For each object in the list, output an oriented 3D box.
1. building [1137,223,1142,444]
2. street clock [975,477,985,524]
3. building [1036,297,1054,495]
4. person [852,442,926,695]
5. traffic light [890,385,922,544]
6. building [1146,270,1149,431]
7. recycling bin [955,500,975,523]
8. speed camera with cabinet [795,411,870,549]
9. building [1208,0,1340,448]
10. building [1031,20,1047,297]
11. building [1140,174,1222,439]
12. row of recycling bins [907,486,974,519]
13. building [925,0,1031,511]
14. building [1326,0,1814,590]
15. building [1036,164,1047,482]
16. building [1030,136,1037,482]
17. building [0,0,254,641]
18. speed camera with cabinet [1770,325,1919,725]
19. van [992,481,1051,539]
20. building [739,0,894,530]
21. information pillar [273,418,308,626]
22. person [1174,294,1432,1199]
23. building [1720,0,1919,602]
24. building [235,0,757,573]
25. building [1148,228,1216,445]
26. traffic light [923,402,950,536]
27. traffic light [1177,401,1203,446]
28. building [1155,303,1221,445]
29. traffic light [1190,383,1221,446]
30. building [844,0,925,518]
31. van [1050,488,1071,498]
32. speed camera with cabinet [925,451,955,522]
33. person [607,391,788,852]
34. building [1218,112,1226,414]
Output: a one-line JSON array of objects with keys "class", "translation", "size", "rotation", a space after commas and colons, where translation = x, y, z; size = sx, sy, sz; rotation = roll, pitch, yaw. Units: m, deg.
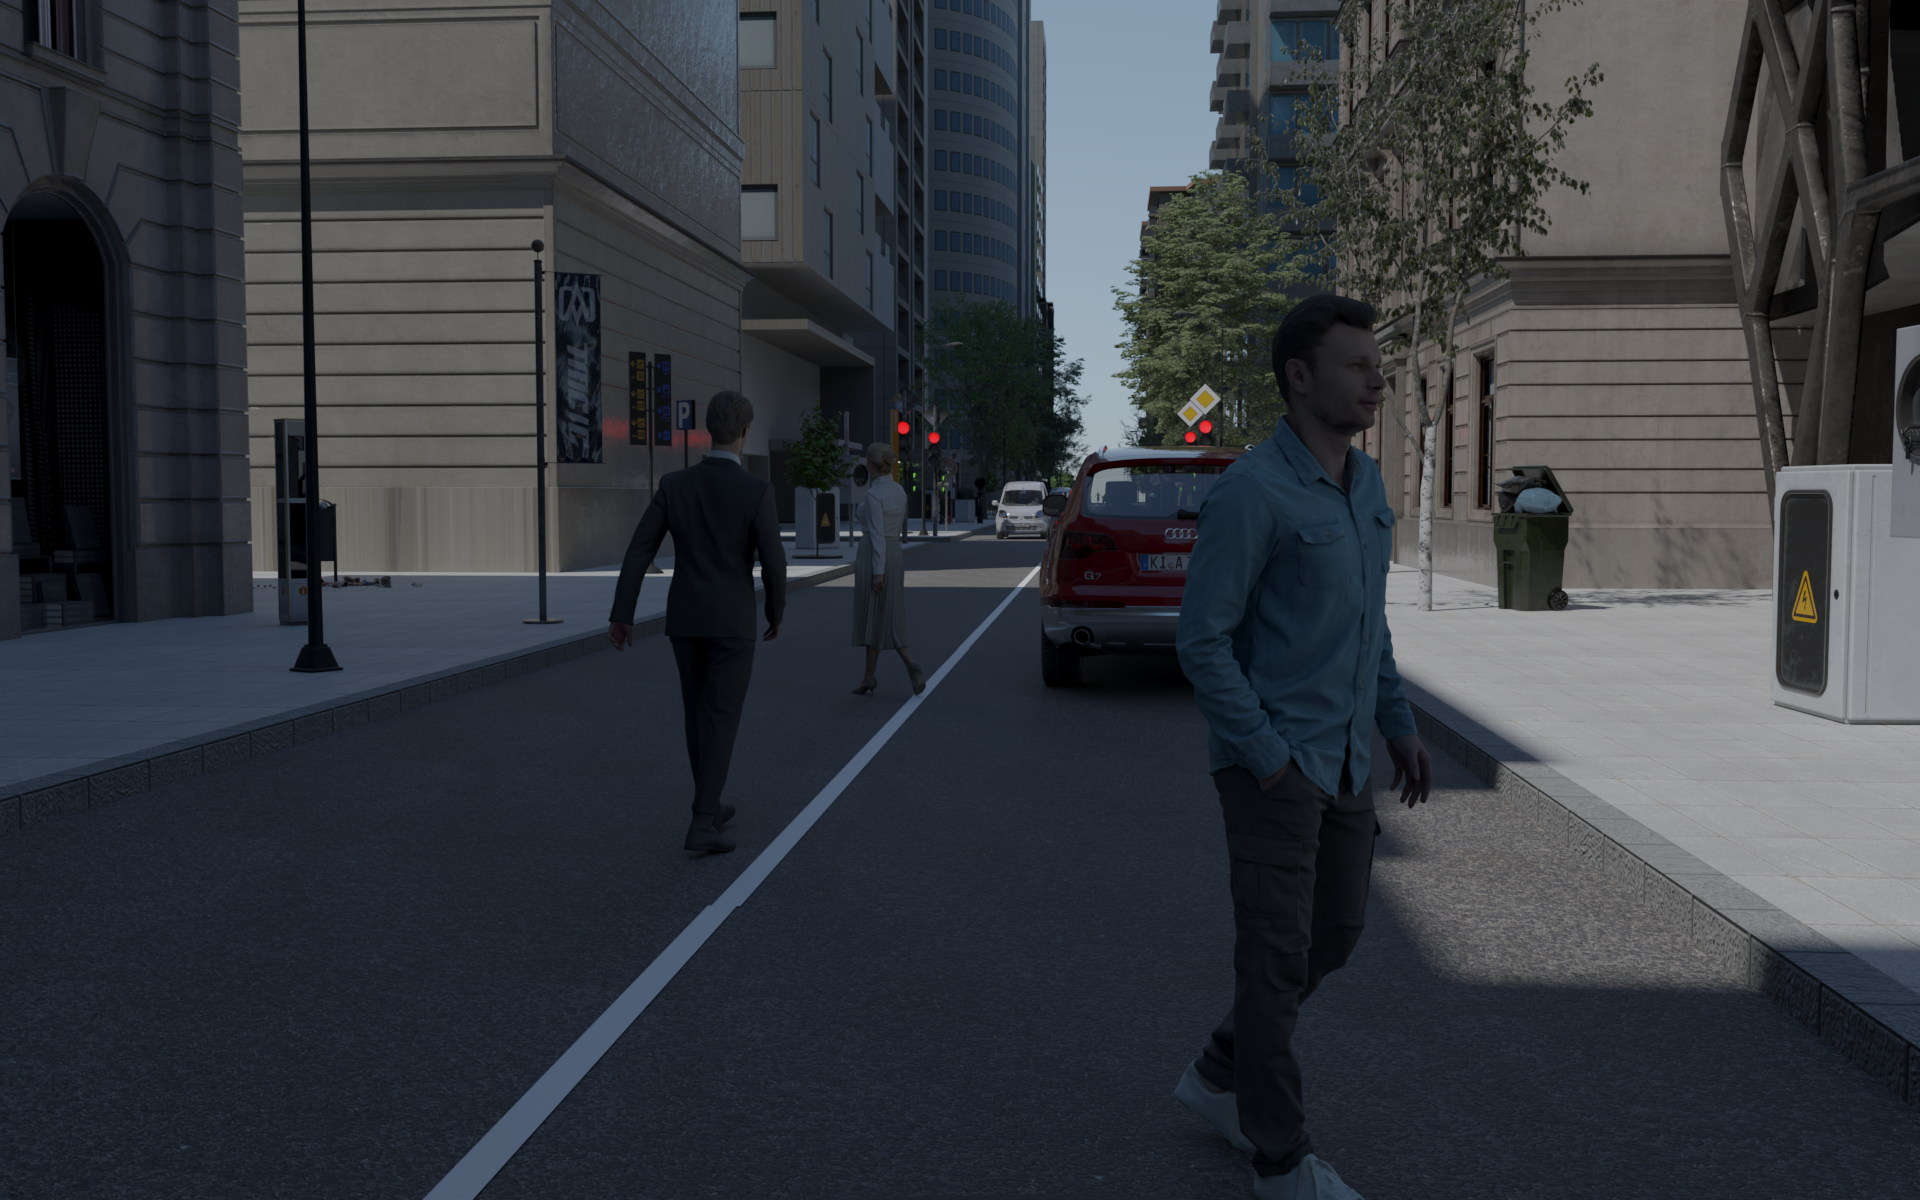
[{"class": "building", "translation": [38.962, -37.645, 270.111], "size": [22.147, 44.769, 28.867], "rotation": [0, 4, 5]}, {"class": "street clock", "translation": [0.877, -4.339, 75.508], "size": [0.358, 2.002, 0.471], "rotation": [3, 5, 41]}, {"class": "building", "translation": [6.405, -29.326, 251.180], "size": [14.160, 30.474, 14.107], "rotation": [0, 4, 5]}, {"class": "person", "translation": [-0.506, -0.218, 12.291], "size": [0.641, 1.798, 0.478], "rotation": [3, 5, 43]}, {"class": "traffic light", "translation": [-1.415, -3.418, 44.803], "size": [0.839, 4.253, 0.868], "rotation": [0, 4, 5]}, {"class": "building", "translation": [30.709, -27.408, 219.814], "size": [14.160, 30.474, 14.107], "rotation": [0, 4, 5]}, {"class": "recycling bin", "translation": [0.223, -4.011, 78.141], "size": [0.722, 1.027, 0.722], "rotation": [1, 4, 23]}, {"class": "speed camera with cabinet", "translation": [-2.998, -2.849, 40.909], "size": [0.660, 3.252, 2.038], "rotation": [3, 4, 38]}, {"class": "building", "translation": [25.535, -29.156, 96.311], "size": [23.786, 49.044, 30.456], "rotation": [0, 4, 5]}, {"class": "building", "translation": [5.135, -50.755, 268.098], "size": [20.563, 71.187, 20.611], "rotation": [0, 4, 5]}, {"class": "building", "translation": [36.982, -35.849, 240.759], "size": [22.147, 44.769, 28.867], "rotation": [0, 4, 5]}, {"class": "row of recycling bins", "translation": [-1.033, -5.152, 91.354], "size": [3.534, 1.692, 1.069], "rotation": [0, 4, -6]}, {"class": "building", "translation": [-4.140, -38.458, 170.791], "size": [21.231, 58.520, 28.212], "rotation": [0, 4, 5]}, {"class": "building", "translation": [12.762, -10.212, 31.595], "size": [10.561, 19.102, 19.286], "rotation": [0, 4, 5]}, {"class": "building", "translation": [-0.593, -37.265, 228.885], "size": [23.786, 49.044, 30.456], "rotation": [0, 4, 5]}, {"class": "building", "translation": [1.186, -31.130, 192.562], "size": [14.154, 41.232, 14.086], "rotation": [0, 4, 5]}, {"class": "building", "translation": [-14.488, -10.114, 7.164], "size": [13.314, 21.916, 24.055], "rotation": [0, 4, 5]}, {"class": "speed camera with cabinet", "translation": [5.173, -0.925, 9.453], "size": [0.660, 3.252, 2.038], "rotation": [0, 4, 2]}, {"class": "van", "translation": [2.085, -3.018, 56.348], "size": [2.013, 2.044, 4.112], "rotation": [0, 4, 5]}, {"class": "building", "translation": [-17.258, -29.291, 68.148], "size": [28.713, 52.752, 27.495], "rotation": [0, 4, 5]}, {"class": "information pillar", "translation": [-6.501, -0.763, 16.975], "size": [0.304, 2.012, 0.304], "rotation": [-3, 5, -39]}, {"class": "person", "translation": [0.664, 0.302, 3.581], "size": [0.620, 1.820, 0.660], "rotation": [3, 5, 39]}, {"class": "building", "translation": [15.598, -8.920, 13.287], "size": [16.820, 18.784, 16.811], "rotation": [0, 4, 5]}, {"class": "building", "translation": [-20.098, -12.396, 35.960], "size": [30.059, 22.955, 16.112], "rotation": [0, 4, 5]}, {"class": "building", "translation": [28.525, -25.730, 192.393], "size": [14.160, 30.474, 14.107], "rotation": [0, 4, 5]}, {"class": "traffic light", "translation": [-0.740, -3.905, 52.760], "size": [0.839, 4.253, 0.868], "rotation": [0, 4, 5]}, {"class": "traffic light", "translation": [6.895, -3.866, 52.130], "size": [0.839, 4.253, 0.868], "rotation": [0, 4, 5]}, {"class": "building", "translation": [33.537, -19.918, 170.703], "size": [27.650, 21.520, 28.899], "rotation": [0, 4, 5]}, {"class": "traffic light", "translation": [6.220, -3.379, 44.174], "size": [0.839, 4.253, 0.868], "rotation": [0, 4, 5]}, {"class": "building", "translation": [-10.513, -40.611, 102.241], "size": [20.563, 71.187, 20.611], "rotation": [0, 4, 5]}, {"class": "van", "translation": [6.397, -6.294, 109.918], "size": [2.013, 2.044, 4.112], "rotation": [0, 4, 5]}, {"class": "speed camera with cabinet", "translation": [-0.970, -5.213, 79.569], "size": [0.660, 3.252, 2.038], "rotation": [-2, 4, -30]}, {"class": "person", "translation": [-0.995, 0.072, 7.093], "size": [0.659, 1.850, 0.755], "rotation": [1, 4, 15]}, {"class": "building", "translation": [34.286, -27.558, 142.450], "size": [32.217, 40.220, 23.993], "rotation": [0, 4, 5]}]
